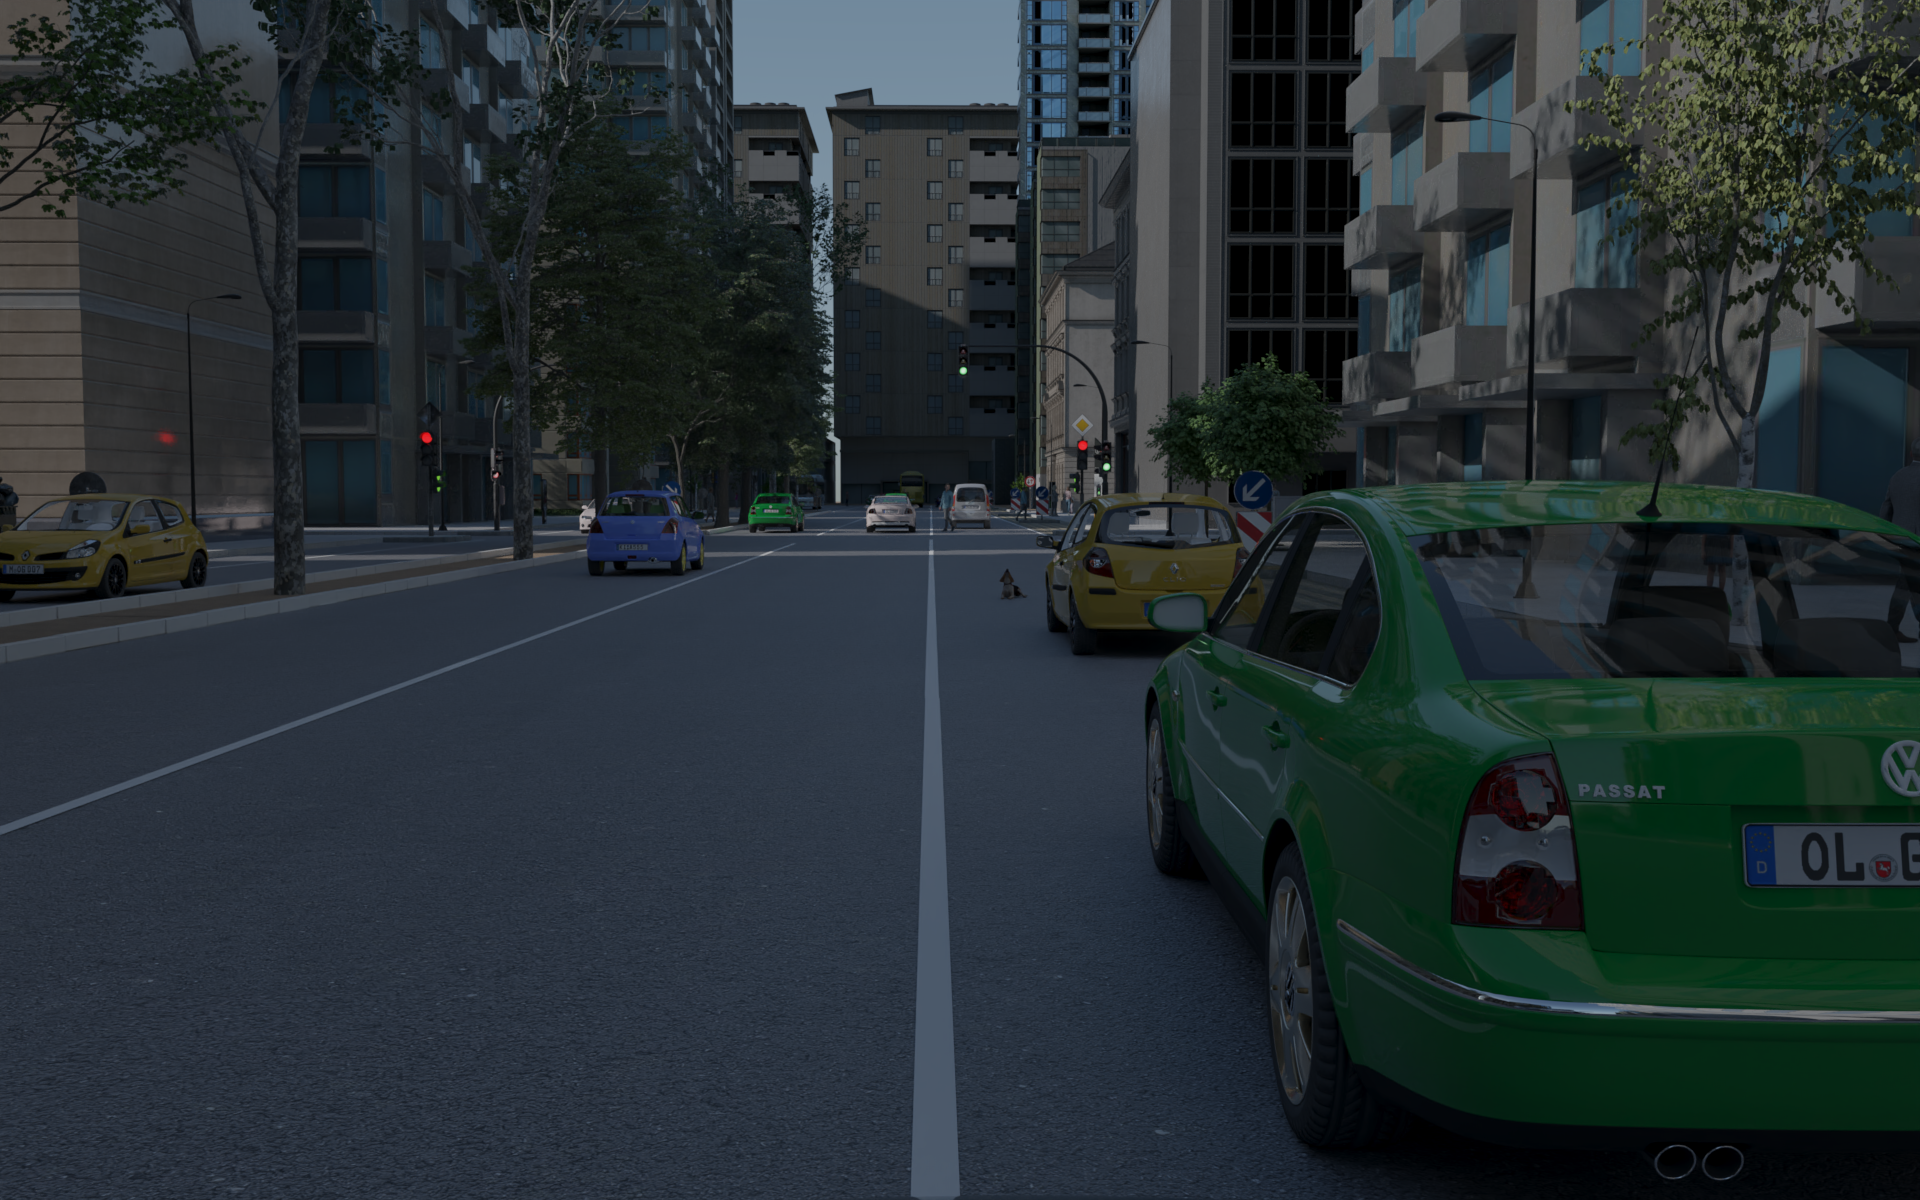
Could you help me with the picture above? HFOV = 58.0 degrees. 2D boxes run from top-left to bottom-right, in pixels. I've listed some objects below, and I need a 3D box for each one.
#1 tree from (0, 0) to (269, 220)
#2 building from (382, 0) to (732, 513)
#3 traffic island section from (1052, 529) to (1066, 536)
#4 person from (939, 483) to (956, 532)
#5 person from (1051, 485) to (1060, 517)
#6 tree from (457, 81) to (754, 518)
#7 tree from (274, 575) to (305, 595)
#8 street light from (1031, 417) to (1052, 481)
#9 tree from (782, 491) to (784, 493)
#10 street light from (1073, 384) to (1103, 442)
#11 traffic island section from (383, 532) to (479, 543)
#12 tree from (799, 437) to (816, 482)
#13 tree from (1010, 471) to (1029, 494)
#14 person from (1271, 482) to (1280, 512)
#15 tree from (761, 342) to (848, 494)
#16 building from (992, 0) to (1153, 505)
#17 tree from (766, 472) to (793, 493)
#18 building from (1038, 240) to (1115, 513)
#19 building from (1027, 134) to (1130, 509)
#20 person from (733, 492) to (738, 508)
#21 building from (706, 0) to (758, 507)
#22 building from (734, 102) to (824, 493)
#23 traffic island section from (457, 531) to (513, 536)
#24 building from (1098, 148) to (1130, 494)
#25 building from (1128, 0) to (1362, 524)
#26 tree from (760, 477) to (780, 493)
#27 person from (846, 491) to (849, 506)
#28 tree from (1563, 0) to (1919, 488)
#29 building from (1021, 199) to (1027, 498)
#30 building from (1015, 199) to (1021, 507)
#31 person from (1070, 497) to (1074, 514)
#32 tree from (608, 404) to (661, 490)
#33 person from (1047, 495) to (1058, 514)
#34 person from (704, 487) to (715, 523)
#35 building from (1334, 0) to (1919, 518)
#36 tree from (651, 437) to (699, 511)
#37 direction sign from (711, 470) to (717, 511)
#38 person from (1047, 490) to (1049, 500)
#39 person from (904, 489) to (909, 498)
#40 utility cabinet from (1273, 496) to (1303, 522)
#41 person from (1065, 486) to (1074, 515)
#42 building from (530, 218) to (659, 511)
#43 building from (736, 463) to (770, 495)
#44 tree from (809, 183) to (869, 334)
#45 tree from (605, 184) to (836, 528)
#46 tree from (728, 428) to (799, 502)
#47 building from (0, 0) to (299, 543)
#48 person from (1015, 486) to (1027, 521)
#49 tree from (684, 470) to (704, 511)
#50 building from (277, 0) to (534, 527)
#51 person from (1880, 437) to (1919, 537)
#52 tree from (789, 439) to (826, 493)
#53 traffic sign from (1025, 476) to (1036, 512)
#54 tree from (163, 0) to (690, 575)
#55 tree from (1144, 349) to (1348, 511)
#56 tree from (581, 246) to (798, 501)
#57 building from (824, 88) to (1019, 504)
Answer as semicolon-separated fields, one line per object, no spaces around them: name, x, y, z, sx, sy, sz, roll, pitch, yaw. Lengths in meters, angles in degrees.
tree;-9.137;-5.222;13.596;9.928;11.665;9.643;0;3;0
building;-32.826;-32.453;150.214;23.786;49.044;30.456;0;4;-1
traffic island section;4.312;-2.367;60.977;2.009;0.180;2.903;0;4;-1
person;-0.426;-3.535;66.163;0.748;1.841;0.638;-2;4;-30
person;5.470;-5.659;98.750;0.526;1.800;0.537;1;4;8
tree;-10.091;-7.800;48.115;7.486;12.596;7.792;0;3;0
tree;-10.748;-10.182;24.825;12.611;20.169;13.585;0;3;0
street light;4.982;-8.086;104.753;1.470;5.913;1.316;0;4;-1
tree;-20.840;-12.900;205.518;1.663;3.219;1.824;0;3;0
street light;5.472;-6.153;73.149;1.470;5.913;1.316;0;4;-1
traffic island section;-16.094;-1.858;52.658;2.009;0.180;2.903;0;4;-1
tree;-10.881;-9.943;115.390;4.360;8.622;3.978;0;3;0
tree;4.992;-9.184;144.765;1.663;3.219;1.824;0;3;0
person;10.885;-3.248;60.149;0.512;1.701;0.522;-2;4;-30
tree;-10.921;-11.470;108.124;7.486;12.596;7.792;0;3;0
building;15.289;-53.850;193.121;22.319;86.520;31.000;0;4;-1
tree;-20.837;-13.280;200.845;4.285;4.588;4.351;0;3;0
building;11.518;-16.000;126.235;10.561;19.102;19.286;0;4;-1
building;13.240;-22.728;143.305;14.160;30.474;14.107;0;4;-1
person;-20.178;-8.970;155.925;0.599;1.433;0.991;1;4;15
building;-31.391;-45.071;175.160;20.563;71.187;20.611;0;4;-1
building;-31.351;-39.389;233.252;27.495;52.752;28.713;0;4;-1
traffic island section;-16.227;-2.346;60.642;2.009;0.180;2.903;0;4;-1
building;13.087;-15.010;96.331;10.553;20.767;40.483;0;4;-1
building;22.387;-15.250;68.404;30.058;24.678;14.314;0;4;-1
tree;-21.034;-11.963;190.190;1.663;3.219;1.824;0;3;0
person;-13.145;-11.908;203.727;0.750;1.759;0.617;3;4;37
tree;7.794;-4.063;16.795;4.737;8.622;4.395;0;3;0
building;13.267;-23.593;157.444;14.160;30.474;14.107;0;4;-1
building;12.393;-24.481;171.973;14.160;30.474;14.107;0;4;-1
person;7.035;-6.091;109.916;0.425;1.301;0.394;0;4;0
tree;-19.763;-9.571;106.853;4.737;8.622;4.395;0;3;0
person;5.876;-6.418;110.880;0.836;1.842;0.656;2;4;31
person;-12.357;-4.702;85.722;0.624;1.780;0.694;0;4;-6
building;21.134;-25.459;35.871;23.786;49.044;30.456;0;4;-1
tree;-19.601;-10.365;119.833;4.360;8.622;3.978;0;3;0
direction sign;-19.112;-8.733;134.782;0.379;3.537;0.876;1;4;22
person;5.906;-6.480;112.089;0.679;1.850;0.850;0;4;-2
person;-3.820;-6.929;122.004;0.699;1.804;1.509;0;4;3
utility cabinet;10.228;-2.602;53.699;1.020;1.237;0.306;0;4;-4
person;6.589;-6.017;105.008;0.593;1.750;0.643;2;4;31
building;-36.454;-16.594;116.357;27.650;21.520;28.899;0;4;-1
building;-38.316;-54.122;197.564;31.000;86.520;22.319;0;4;-1
tree;-11.759;-14.642;97.748;12.611;20.169;13.585;0;3;0
tree;-9.955;-9.967;72.065;9.857;13.997;8.962;0;3;0
tree;-10.621;-8.363;89.548;4.360;8.622;3.978;0;3;0
building;-29.476;-15.818;44.529;20.117;28.700;13.634;0;4;-1
person;3.296;-5.060;91.090;0.748;1.841;0.638;1;4;17
tree;-20.552;-8.475;133.160;1.663;3.219;1.824;0;3;0
building;-32.093;-28.035;77.977;23.786;49.044;30.456;0;4;-1
person;8.368;-0.527;15.052;0.834;1.777;0.661;-1;4;-19
tree;-11.316;-10.254;120.465;4.737;8.622;4.395;0;3;0
traffic sign;4.964;-7.492;122.601;0.768;2.556;0.104;0;4;8
tree;-10.632;-10.958;37.516;12.611;20.169;13.585;0;3;0
tree;7.054;-3.396;39.233;4.285;4.588;4.351;0;3;0
tree;-10.018;-7.710;62.920;8.767;10.594;7.601;0;4;-1
building;-3.404;-39.409;233.582;27.495;52.752;28.713;0;4;-1
